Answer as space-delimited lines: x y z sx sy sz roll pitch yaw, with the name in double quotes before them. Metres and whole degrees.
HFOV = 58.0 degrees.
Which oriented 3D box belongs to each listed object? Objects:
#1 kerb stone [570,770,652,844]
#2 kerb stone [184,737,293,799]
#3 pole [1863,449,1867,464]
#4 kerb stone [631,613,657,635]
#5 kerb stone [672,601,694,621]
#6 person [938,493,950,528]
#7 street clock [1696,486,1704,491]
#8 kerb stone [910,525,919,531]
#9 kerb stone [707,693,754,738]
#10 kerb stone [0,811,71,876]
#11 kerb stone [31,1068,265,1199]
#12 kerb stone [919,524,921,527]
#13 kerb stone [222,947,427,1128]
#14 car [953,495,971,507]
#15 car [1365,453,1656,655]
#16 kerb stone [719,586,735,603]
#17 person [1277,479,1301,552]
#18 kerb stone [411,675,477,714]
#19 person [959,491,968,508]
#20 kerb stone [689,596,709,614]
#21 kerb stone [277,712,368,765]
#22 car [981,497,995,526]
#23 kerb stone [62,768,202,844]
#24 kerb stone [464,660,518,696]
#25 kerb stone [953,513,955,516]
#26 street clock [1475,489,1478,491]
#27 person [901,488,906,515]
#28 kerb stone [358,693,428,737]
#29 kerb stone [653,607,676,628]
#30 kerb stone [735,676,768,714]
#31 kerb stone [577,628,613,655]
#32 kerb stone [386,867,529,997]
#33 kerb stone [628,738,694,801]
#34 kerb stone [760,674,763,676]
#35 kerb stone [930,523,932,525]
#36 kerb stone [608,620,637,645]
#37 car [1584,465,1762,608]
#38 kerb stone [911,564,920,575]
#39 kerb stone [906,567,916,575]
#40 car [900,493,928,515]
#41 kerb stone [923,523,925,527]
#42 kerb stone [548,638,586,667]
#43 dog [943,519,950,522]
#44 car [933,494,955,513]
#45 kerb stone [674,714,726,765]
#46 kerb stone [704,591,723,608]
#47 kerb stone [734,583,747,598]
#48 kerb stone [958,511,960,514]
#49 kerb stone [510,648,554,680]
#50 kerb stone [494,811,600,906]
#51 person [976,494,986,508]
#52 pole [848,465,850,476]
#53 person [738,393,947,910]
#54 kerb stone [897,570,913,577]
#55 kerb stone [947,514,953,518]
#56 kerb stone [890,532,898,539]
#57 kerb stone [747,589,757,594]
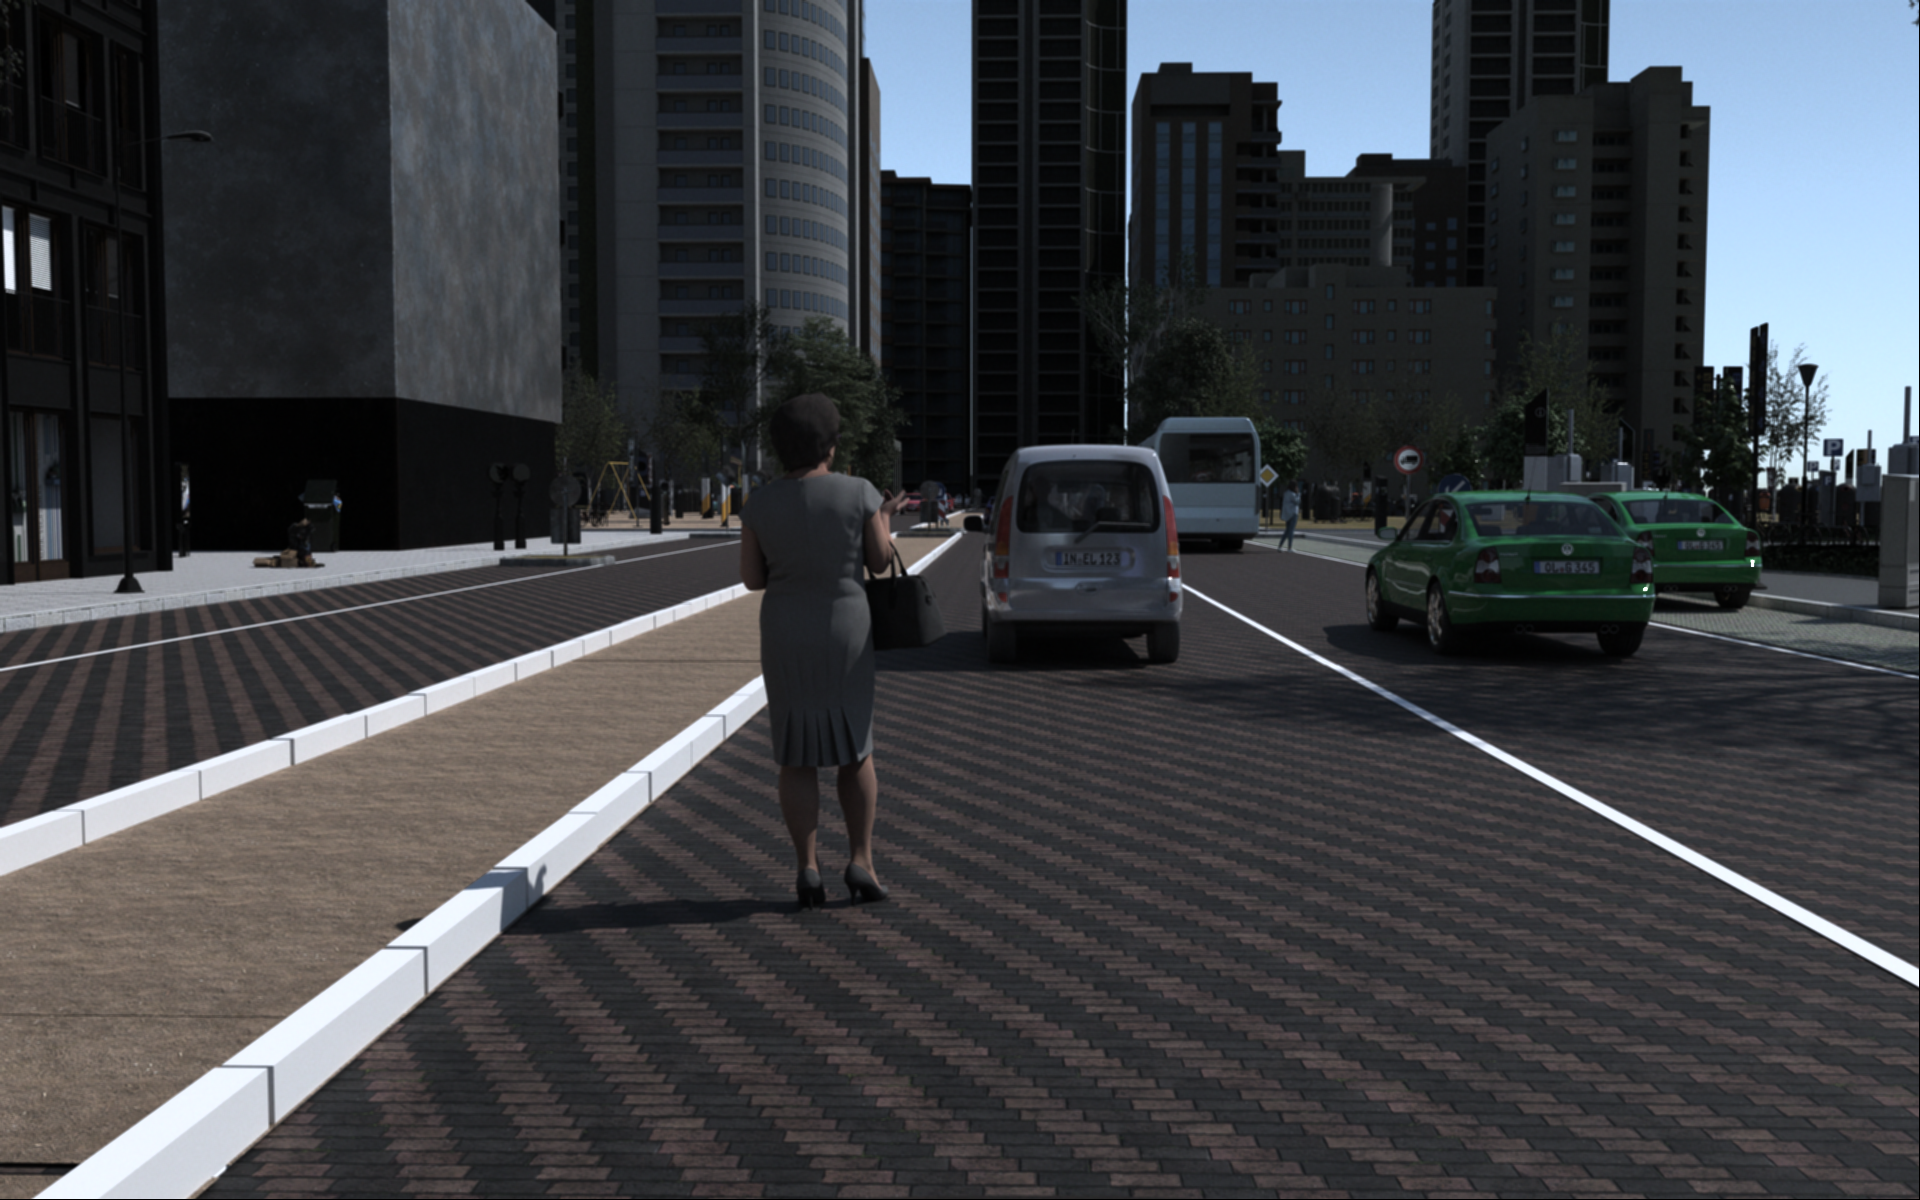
"kerb stone" -1.508 0.900 7.480 0.120 0.150 1.000 0 4 2
"kerb stone" -3.577 0.838 8.562 0.120 0.150 1.000 0 4 2
"pole" 40.908 -5.165 78.291 0.158 3.312 0.155 0 3 0
"kerb stone" -3.304 0.269 17.793 0.120 0.150 1.000 0 4 2
"kerb stone" -3.235 0.149 19.844 0.120 0.150 1.000 0 4 2
"person" -0.712 -3.866 71.976 0.793 1.790 0.793 2 4 28
"street clock" 41.015 -5.594 96.025 0.471 2.002 0.358 1 4 15
"kerb stone" -1.797 -2.828 68.515 0.120 0.150 1.000 0 4 2
"kerb stone" -1.407 0.712 10.554 0.120 0.150 1.000 0 4 2
"kerb stone" -3.630 0.959 6.519 0.120 0.150 1.000 0 4 2
"kerb stone" -1.624 1.152 3.382 0.120 0.150 1.000 0 4 2
"kerb stone" -1.765 -2.896 69.542 0.120 0.150 1.000 0 4 2
"kerb stone" -1.593 1.094 4.410 0.120 0.150 1.000 0 4 2
"car" 0.196 -10.958 191.525 2.083 1.381 4.827 0 4 1
"car" 5.166 -0.489 16.794 1.959 1.807 4.718 0 4 2
"kerb stone" -3.147 -0.044 22.919 0.120 0.150 1.000 0 4 2
"person" 8.098 -2.071 42.631 0.793 1.790 0.793 3 5 43
"kerb stone" -3.478 0.646 11.634 0.120 0.150 1.000 0 4 2
"person" 0.395 -10.391 178.909 1.217 1.766 0.721 3 5 41
"kerb stone" -3.207 0.081 20.867 0.120 0.150 1.000 0 4 2
"kerb stone" -3.538 0.771 9.590 0.120 0.150 1.000 0 4 2
"car" 1.880 -3.872 75.893 1.945 1.354 3.894 0 4 1
"kerb stone" -3.604 0.898 7.540 0.120 0.150 1.000 0 4 2
"kerb stone" -3.452 0.584 12.655 0.120 0.150 1.000 0 4 2
"kerb stone" -0.581 -5.342 109.534 0.120 0.150 1.000 0 4 2
"street clock" 33.376 -6.588 112.284 0.471 2.002 0.358 2 4 28
"person" -3.910 -6.718 118.149 0.447 1.846 0.655 0 4 8
"kerb stone" -3.507 0.717 10.612 0.120 0.150 1.000 0 4 2
"kerb stone" -3.268 0.209 18.823 0.120 0.150 1.000 0 4 2
"kerb stone" -1.381 0.649 11.577 0.120 0.150 1.000 0 4 2
"kerb stone" -3.355 0.395 15.741 0.120 0.150 1.000 0 4 2
"kerb stone" -1.560 1.029 5.431 0.120 0.150 1.000 0 4 2
"kerb stone" -1.471 0.837 8.506 0.120 0.150 1.000 0 4 2
"kerb stone" -1.346 0.591 12.604 0.120 0.150 1.000 0 4 2
"kerb stone" -1.486 -3.456 78.772 0.120 0.150 1.000 0 4 2
"kerb stone" -3.322 0.332 16.770 0.120 0.150 1.000 0 4 2
"car" 8.951 -0.872 23.050 1.959 1.807 4.718 0 4 1
"kerb stone" -0.832 -0.478 30.017 0.120 0.150 1.000 0 4 2
"kerb stone" -0.864 -0.415 28.988 0.120 0.150 1.000 0 4 2
"car" -3.238 -6.841 120.887 2.155 1.783 4.494 0 4 1
"kerb stone" -1.671 -3.084 72.616 0.120 0.150 1.000 0 4 2
"kerb stone" -3.382 0.459 14.706 0.120 0.150 1.000 0 4 2
"dog" -0.659 -4.155 88.135 0.748 0.427 0.550 -1 4 -18
"car" -1.414 -7.526 132.090 2.155 1.783 4.494 0 4 2
"kerb stone" -1.444 0.779 9.532 0.120 0.150 1.000 0 4 2
"kerb stone" -3.177 0.018 21.897 0.120 0.150 1.000 0 4 2
"kerb stone" -3.112 -0.107 23.947 0.120 0.150 1.000 0 4 2
"kerb stone" -0.273 -5.968 119.774 0.120 0.150 1.000 0 4 2
"kerb stone" -3.418 0.521 13.677 0.120 0.150 1.000 0 4 2
"kerb stone" -1.531 0.963 6.458 0.120 0.150 1.000 0 4 2
"person" 2.095 -10.197 176.006 1.217 1.735 0.721 0 4 6
"pole" -7.843 -7.859 122.343 0.158 3.312 0.155 0 3 0
"person" -0.402 0.169 6.093 0.716 1.782 0.532 0 4 3
"kerb stone" -0.892 -0.352 27.967 0.120 0.150 1.000 0 4 2
"kerb stone" -0.636 -5.214 107.490 0.120 0.150 1.000 0 4 2
"kerb stone" -2.146 -2.112 56.734 0.120 0.150 1.000 0 4 2
"kerb stone" -3.087 -0.167 24.968 0.120 0.150 1.000 0 4 2
